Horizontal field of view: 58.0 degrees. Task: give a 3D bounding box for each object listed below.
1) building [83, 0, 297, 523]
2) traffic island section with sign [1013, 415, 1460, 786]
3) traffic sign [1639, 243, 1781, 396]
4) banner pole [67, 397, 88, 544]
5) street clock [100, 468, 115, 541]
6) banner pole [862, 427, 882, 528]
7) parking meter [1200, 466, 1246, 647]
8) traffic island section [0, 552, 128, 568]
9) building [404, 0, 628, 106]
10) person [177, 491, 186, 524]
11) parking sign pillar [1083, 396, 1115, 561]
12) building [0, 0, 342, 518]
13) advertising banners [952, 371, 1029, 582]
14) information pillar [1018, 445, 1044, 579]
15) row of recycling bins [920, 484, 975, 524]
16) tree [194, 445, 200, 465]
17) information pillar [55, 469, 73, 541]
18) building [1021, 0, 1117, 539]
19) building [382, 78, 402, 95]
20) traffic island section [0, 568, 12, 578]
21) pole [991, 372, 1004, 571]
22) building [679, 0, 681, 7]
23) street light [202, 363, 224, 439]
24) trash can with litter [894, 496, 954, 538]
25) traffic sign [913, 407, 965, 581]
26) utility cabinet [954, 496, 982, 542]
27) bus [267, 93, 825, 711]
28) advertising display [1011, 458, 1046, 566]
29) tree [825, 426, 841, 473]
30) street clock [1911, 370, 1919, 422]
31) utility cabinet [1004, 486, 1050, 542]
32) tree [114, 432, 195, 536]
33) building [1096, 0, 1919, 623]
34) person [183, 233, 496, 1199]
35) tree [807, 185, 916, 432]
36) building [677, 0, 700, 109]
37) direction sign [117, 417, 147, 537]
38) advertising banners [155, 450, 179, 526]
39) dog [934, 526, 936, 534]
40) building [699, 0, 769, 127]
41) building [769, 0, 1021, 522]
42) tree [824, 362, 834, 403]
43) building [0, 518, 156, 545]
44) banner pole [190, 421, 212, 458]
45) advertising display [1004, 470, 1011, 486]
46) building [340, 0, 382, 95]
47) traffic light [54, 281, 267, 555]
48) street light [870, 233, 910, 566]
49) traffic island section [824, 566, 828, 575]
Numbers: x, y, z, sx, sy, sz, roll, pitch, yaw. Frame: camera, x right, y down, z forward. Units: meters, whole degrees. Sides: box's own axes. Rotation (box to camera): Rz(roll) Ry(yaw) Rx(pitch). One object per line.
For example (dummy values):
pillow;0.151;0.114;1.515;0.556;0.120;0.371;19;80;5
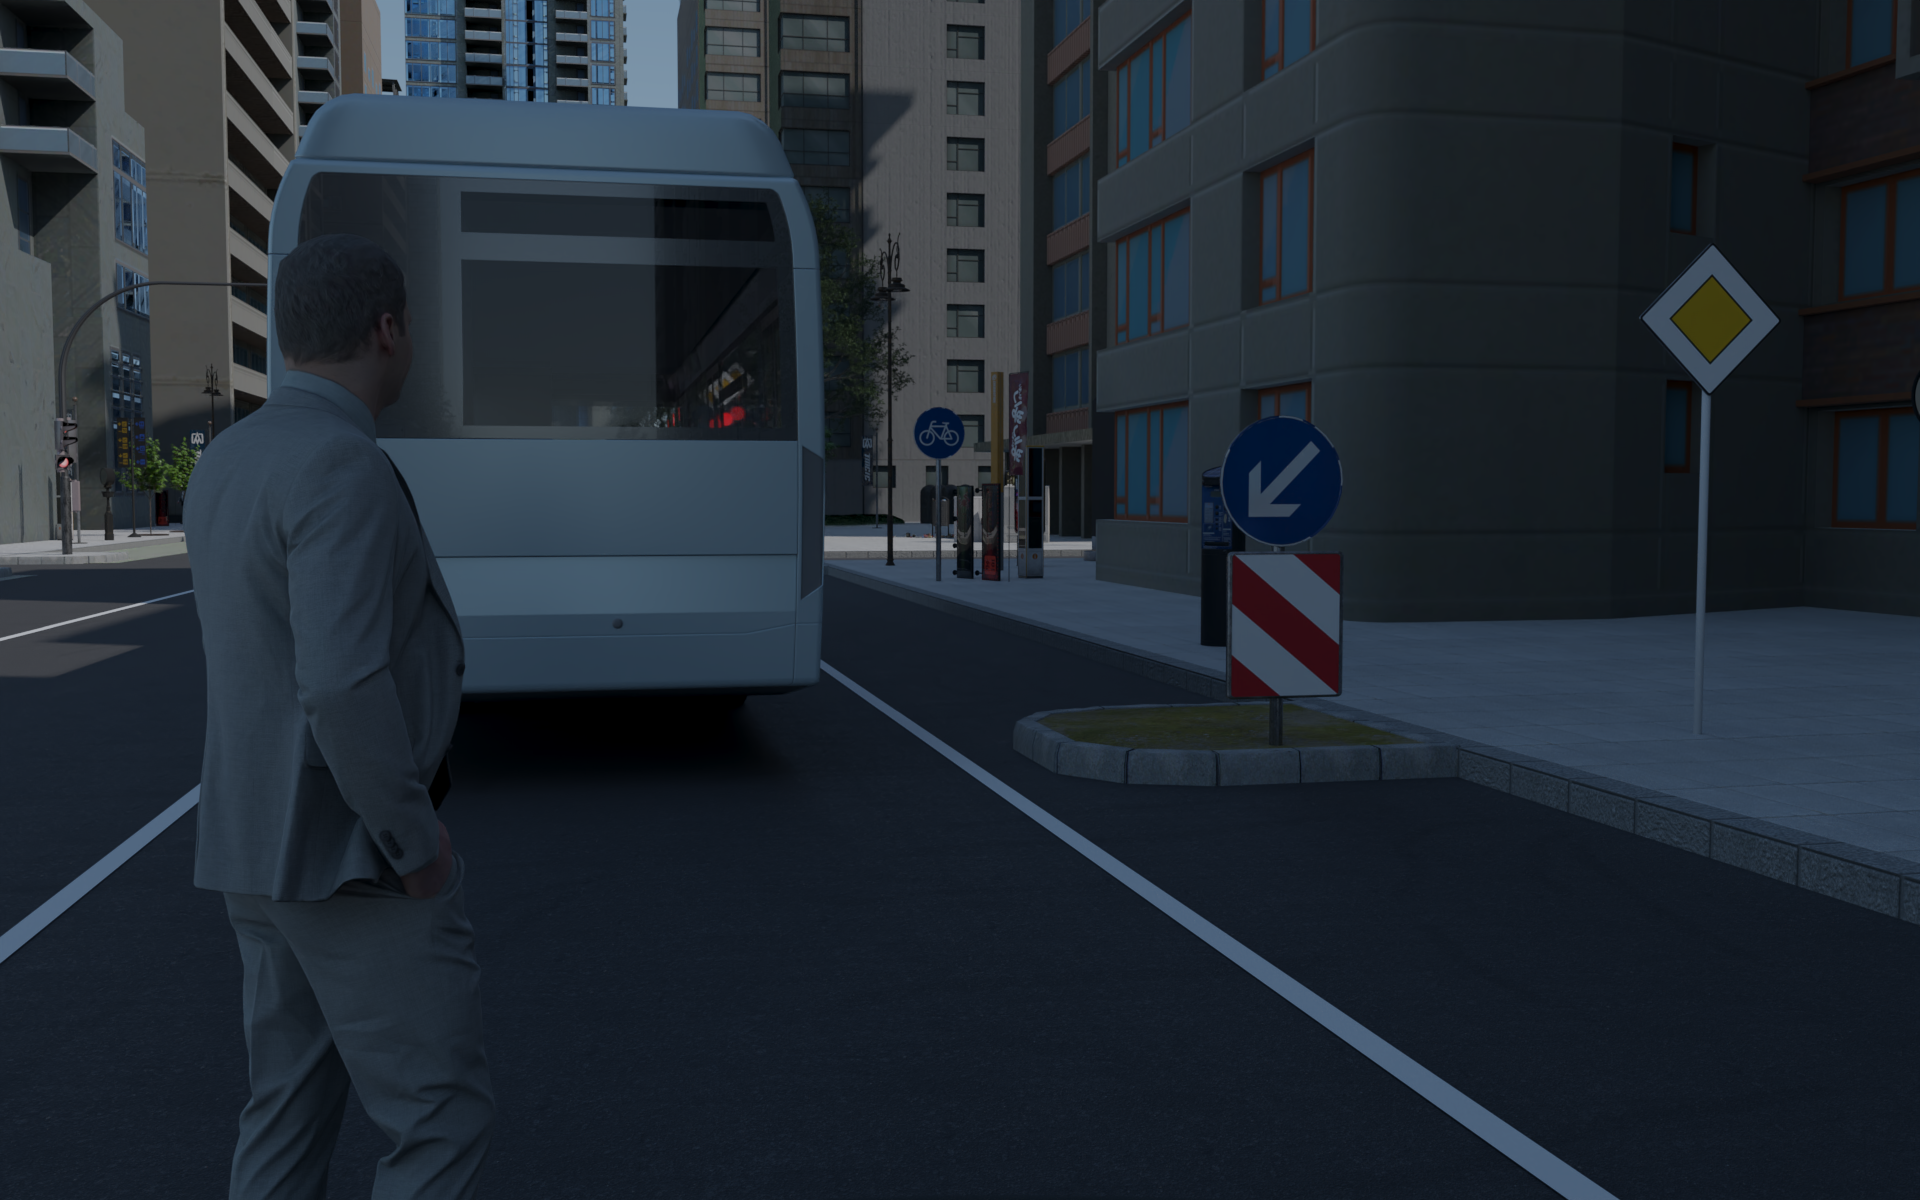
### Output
building;-44.879;-28.107;83.246;21.300;48.544;21.600;-1;4;-12
traffic island section with sign;1.361;-0.052;9.486;1.989;1.847;2.006;-1;4;-12
traffic sign;3.964;-0.576;9.154;0.795;2.593;0.064;0;4;-8
banner pole;-22.969;-3.353;44.839;0.863;3.779;0.401;3;4;39
street clock;-23.552;-2.650;47.892;0.471;2.002;0.358;3;5;41
banner pole;-3.323;-4.580;64.903;0.863;3.779;0.401;1;4;22
parking meter;2.231;-0.383;14.670;0.372;1.533;0.369;0;3;0
traffic island section;-18.956;-0.885;36.747;2.009;0.180;2.903;-1;4;-12
building;-52.564;-54.536;204.334;31.000;86.520;22.319;-1;4;-12
person;-32.652;-4.066;72.924;0.661;1.777;0.834;1;4;19
parking sign pillar;3.107;-2.748;33.406;1.447;3.967;1.447;-2;4;-33
building;-54.435;-49.385;120.122;22.319;86.520;31.000;-1;4;-12
advertising banners;0.448;-1.798;25.591;0.090;3.025;2.074;-2;4;-30
information pillar;1.078;-1.337;26.358;0.304;2.012;0.304;-2;4;-25
row of recycling bins;-0.572;-4.107;74.264;1.069;1.692;3.534;-2;4;-34
tree;-25.883;-3.886;58.139;1.663;3.219;1.824;0;3;0
information pillar;-24.761;-2.653;47.875;0.304;2.012;0.304;2;4;32
building;15.340;-24.617;57.117;28.867;44.769;22.147;-1;4;-12
building;-61.675;-29.864;171.868;14.086;41.232;14.154;-1;4;-12
traffic island section;-17.229;-0.408;28.950;2.009;0.180;2.903;-1;4;-12
pole;0.623;-2.149;28.982;0.158;3.312;0.155;0;3;0
building;-22.205;-54.937;210.893;31.000;86.520;22.319;-1;4;-12
street light;-26.493;-5.425;61.491;0.468;5.910;1.993;-1;4;-12
trash can with litter;-0.897;-2.444;51.011;2.233;1.210;1.678;1;4;21
traffic sign;-0.314;-1.549;25.424;0.768;2.556;0.104;-1;4;-11
utility cabinet;0.344;-2.137;46.102;1.020;1.237;0.306;-2;4;-33
bus;-3.329;-1.209;14.635;2.948;3.499;13.247;-1;4;-12
advertising display;1.225;-1.547;30.499;0.123;1.923;0.974;-2;4;-25
tree;-6.146;-4.933;64.370;4.285;4.588;4.351;0;3;0
street clock;4.934;-0.241;8.503;0.471;2.002;0.358;3;5;42
utility cabinet;1.751;-2.253;45.522;1.173;1.500;0.318;1;4;9
tree;-24.974;-3.599;53.437;1.663;3.219;1.824;0;3;0
building;18.648;-10.344;14.157;27.650;21.520;28.899;-1;4;-12
person;-0.908;0.371;2.529;0.635;1.810;0.391;3;5;40
tree;-4.804;-7.188;51.930;7.601;10.594;8.767;0;4;-7
building;-16.794;-30.525;149.202;14.600;45.320;14.200;-1;4;-12
direction sign;-24.495;-3.626;51.278;0.876;3.537;0.379;0;4;6
advertising banners;-31.831;-4.452;68.977;2.074;3.025;0.090;-1;4;-16
dog;-0.727;-2.421;56.407;0.406;0.507;0.540;-2;4;-34
building;-9.014;-25.863;106.456;14.154;41.232;14.086;-1;4;-12
building;-2.608;-19.199;85.610;14.160;30.474;14.107;-1;4;-12
tree;-8.821;-9.386;71.585;7.486;12.596;7.792;0;3;0
building;-37.353;-45.014;48.646;22.319;86.520;31.000;-1;4;-12
banner pole;-25.965;-4.247;59.452;0.863;3.779;0.401;-1;4;-21
advertising display;1.658;-2.550;46.906;0.974;1.923;0.123;-2;4;-26
building;-55.846;-30.218;144.171;14.600;45.320;14.200;-1;4;-12
traffic light;-16.891;-3.819;37.105;4.771;5.953;1.251;-1;4;-12
street light;-1.250;-3.553;30.873;0.468;5.910;1.993;-1;4;-12
traffic island section;-3.615;-0.591;31.949;2.009;0.180;2.903;-1;4;-12
